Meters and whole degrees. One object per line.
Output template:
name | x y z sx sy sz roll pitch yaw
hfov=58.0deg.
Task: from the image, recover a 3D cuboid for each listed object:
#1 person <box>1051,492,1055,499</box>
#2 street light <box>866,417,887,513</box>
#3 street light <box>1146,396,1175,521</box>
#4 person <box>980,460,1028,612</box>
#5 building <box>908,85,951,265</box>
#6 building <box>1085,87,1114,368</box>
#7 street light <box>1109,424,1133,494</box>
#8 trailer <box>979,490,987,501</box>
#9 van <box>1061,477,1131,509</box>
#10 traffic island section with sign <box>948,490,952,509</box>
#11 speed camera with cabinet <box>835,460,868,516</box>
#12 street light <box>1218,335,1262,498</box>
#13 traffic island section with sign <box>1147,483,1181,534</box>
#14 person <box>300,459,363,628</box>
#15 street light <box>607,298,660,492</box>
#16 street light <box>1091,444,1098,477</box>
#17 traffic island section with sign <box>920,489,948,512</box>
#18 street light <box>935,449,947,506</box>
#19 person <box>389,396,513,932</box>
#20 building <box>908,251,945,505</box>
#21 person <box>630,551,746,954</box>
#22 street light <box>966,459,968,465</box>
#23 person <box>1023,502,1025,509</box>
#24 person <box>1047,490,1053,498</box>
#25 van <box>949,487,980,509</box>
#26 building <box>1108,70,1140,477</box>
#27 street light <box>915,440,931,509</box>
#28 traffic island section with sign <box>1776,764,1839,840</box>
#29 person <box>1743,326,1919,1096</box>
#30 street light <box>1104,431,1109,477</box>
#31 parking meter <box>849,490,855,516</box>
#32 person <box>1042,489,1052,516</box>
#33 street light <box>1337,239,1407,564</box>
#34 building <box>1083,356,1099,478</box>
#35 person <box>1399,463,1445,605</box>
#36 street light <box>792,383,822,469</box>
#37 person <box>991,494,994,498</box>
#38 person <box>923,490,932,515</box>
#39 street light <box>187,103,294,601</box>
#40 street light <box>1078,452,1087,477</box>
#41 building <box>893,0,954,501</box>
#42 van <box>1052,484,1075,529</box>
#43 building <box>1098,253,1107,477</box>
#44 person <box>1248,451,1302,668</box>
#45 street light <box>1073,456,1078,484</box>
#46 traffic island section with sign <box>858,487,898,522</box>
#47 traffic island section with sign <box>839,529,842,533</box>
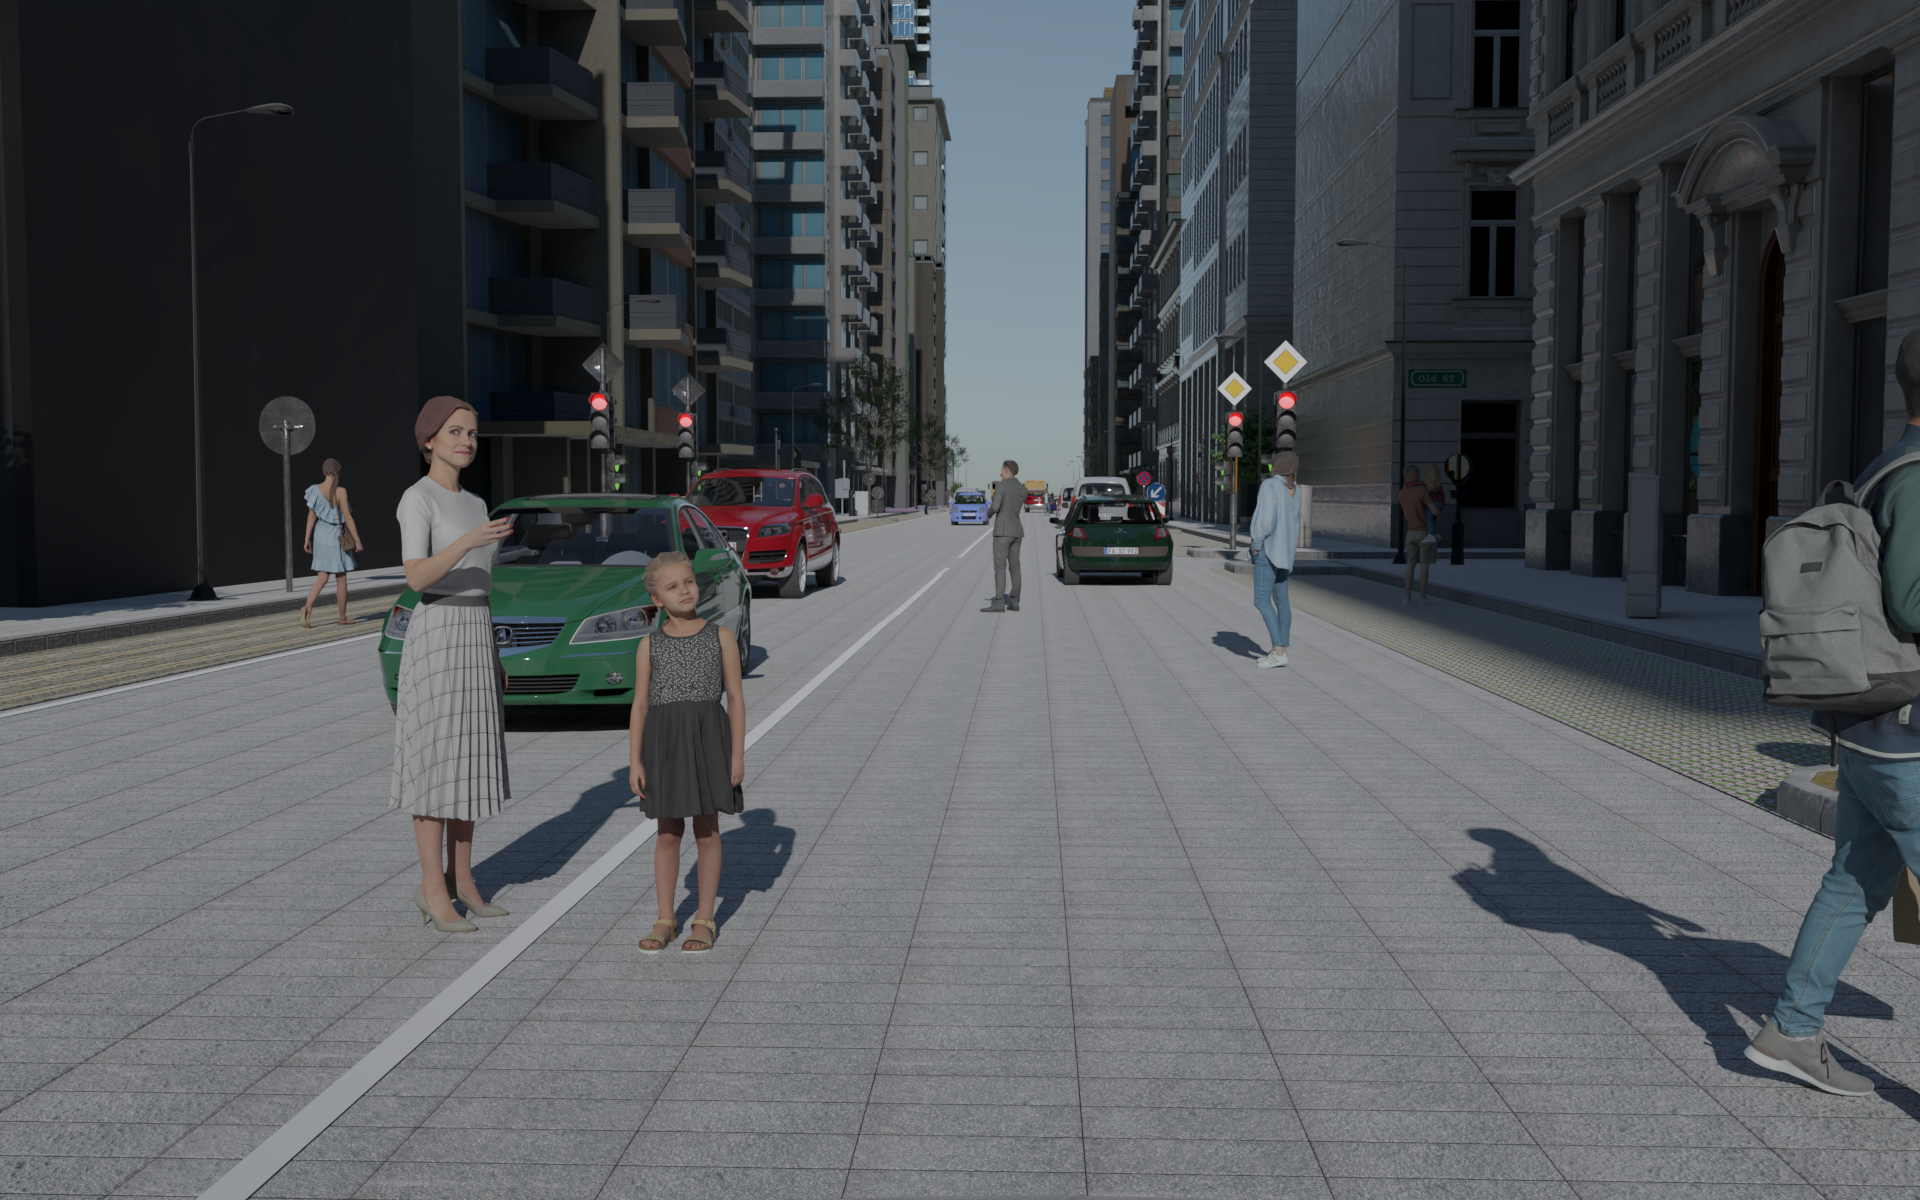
person | 13.941 -15.518 262.245 1.348 1.821 0.705 -1 4 -15
street light | -5.093 -8.060 104.324 1.470 5.913 1.316 0 4 2
street light | 9.538 -6.727 82.534 1.470 5.913 1.316 0 4 2
person | 0.513 -0.787 21.172 0.447 1.846 0.655 3 5 42
building | -15.997 -39.080 228.202 28.713 52.752 27.495 0 4 2
building | 29.082 -43.761 257.493 21.231 58.520 28.212 0 4 2
street light | 10.795 -8.657 114.084 1.470 5.913 1.316 0 4 2
trailer | 3.333 -15.847 266.148 1.471 1.999 3.904 0 4 3
van | 3.560 -2.245 43.716 2.013 2.044 4.112 0 4 4
traffic island section with sign | -1.058 -9.676 166.833 1.989 1.847 2.006 0 4 2
speed camera with cabinet | -6.365 -6.573 101.811 2.038 3.252 0.660 -3 5 -41
street light | 8.232 -4.780 50.701 1.470 5.913 1.316 0 4 2
traffic island section with sign | 6.928 -3.300 62.582 1.989 1.847 2.006 0 4 2
person | -6.737 -0.611 18.586 0.616 1.811 0.778 1 4 18
street light | -7.779 -4.194 41.107 1.470 5.913 1.316 0 4 2
street light | 12.818 -11.454 159.820 1.470 5.913 1.316 0 4 2
traffic island section with sign | -2.203 -7.993 139.316 1.989 1.847 2.006 0 4 2
street light | -2.004 -12.712 180.382 1.470 5.913 1.316 0 4 2
person | -1.614 0.205 5.725 0.524 1.755 0.480 1 4 16
building | -9.185 -26.634 207.159 14.160 30.474 14.107 0 4 2
person | -0.857 0.472 5.454 0.362 1.253 0.373 0 4 4
street light | 0.279 -15.820 231.203 1.470 5.913 1.316 0 4 2
person | 6.302 -9.639 166.227 1.348 1.807 0.705 -1 4 -11
person | 7.967 -9.238 159.177 1.348 1.869 0.705 1 4 11
van | 0.405 -5.839 102.473 2.013 2.044 4.112 0 4 4
building | 22.882 -32.522 181.843 14.600 45.320 14.200 0 4 2
street light | -3.197 -10.789 148.940 1.470 5.913 1.316 0 4 2
traffic island section with sign | 4.619 0.087 7.212 1.989 1.847 2.006 0 4 2
person | 2.208 0.276 3.975 0.713 1.824 0.794 2 4 34
street light | 11.336 -9.500 127.866 1.470 5.913 1.316 0 4 2
parking meter | -6.213 -5.576 99.579 0.372 1.533 0.369 0 3 0
person | 5.657 -6.381 113.175 0.623 1.781 0.721 0 4 -5
street light | 7.563 -3.618 31.690 1.470 5.913 1.316 0 4 2
building | 30.660 -23.547 230.030 27.650 21.520 28.899 0 4 2
person | 5.967 -0.848 22.340 0.580 1.828 0.573 0 4 6
street light | -6.458 -6.126 72.698 1.470 5.913 1.316 0 4 2
person | 4.633 -13.497 229.892 1.217 1.735 0.721 3 5 41
person | -2.277 -6.825 120.808 0.721 1.735 1.217 -2 4 -27
street light | -8.627 -2.951 20.784 1.470 5.913 1.316 0 4 2
street light | 14.111 -13.377 191.257 1.470 5.913 1.316 0 4 2
building | -11.784 -57.709 256.215 22.319 86.520 31.000 0 4 2
van | 4.885 -4.020 72.743 2.013 2.044 4.112 0 4 3
building | 23.604 -26.676 207.849 14.160 30.474 14.107 0 4 2
person | 2.655 -0.351 14.497 0.793 1.790 0.793 1 4 9
street light | 14.848 -14.580 210.923 1.470 5.913 1.316 0 4 2
traffic island section with sign | -4.249 -4.990 90.208 1.989 1.847 2.006 0 4 2
traffic island section with sign | -5.372 -3.342 63.276 1.989 1.847 2.006 0 4 2
